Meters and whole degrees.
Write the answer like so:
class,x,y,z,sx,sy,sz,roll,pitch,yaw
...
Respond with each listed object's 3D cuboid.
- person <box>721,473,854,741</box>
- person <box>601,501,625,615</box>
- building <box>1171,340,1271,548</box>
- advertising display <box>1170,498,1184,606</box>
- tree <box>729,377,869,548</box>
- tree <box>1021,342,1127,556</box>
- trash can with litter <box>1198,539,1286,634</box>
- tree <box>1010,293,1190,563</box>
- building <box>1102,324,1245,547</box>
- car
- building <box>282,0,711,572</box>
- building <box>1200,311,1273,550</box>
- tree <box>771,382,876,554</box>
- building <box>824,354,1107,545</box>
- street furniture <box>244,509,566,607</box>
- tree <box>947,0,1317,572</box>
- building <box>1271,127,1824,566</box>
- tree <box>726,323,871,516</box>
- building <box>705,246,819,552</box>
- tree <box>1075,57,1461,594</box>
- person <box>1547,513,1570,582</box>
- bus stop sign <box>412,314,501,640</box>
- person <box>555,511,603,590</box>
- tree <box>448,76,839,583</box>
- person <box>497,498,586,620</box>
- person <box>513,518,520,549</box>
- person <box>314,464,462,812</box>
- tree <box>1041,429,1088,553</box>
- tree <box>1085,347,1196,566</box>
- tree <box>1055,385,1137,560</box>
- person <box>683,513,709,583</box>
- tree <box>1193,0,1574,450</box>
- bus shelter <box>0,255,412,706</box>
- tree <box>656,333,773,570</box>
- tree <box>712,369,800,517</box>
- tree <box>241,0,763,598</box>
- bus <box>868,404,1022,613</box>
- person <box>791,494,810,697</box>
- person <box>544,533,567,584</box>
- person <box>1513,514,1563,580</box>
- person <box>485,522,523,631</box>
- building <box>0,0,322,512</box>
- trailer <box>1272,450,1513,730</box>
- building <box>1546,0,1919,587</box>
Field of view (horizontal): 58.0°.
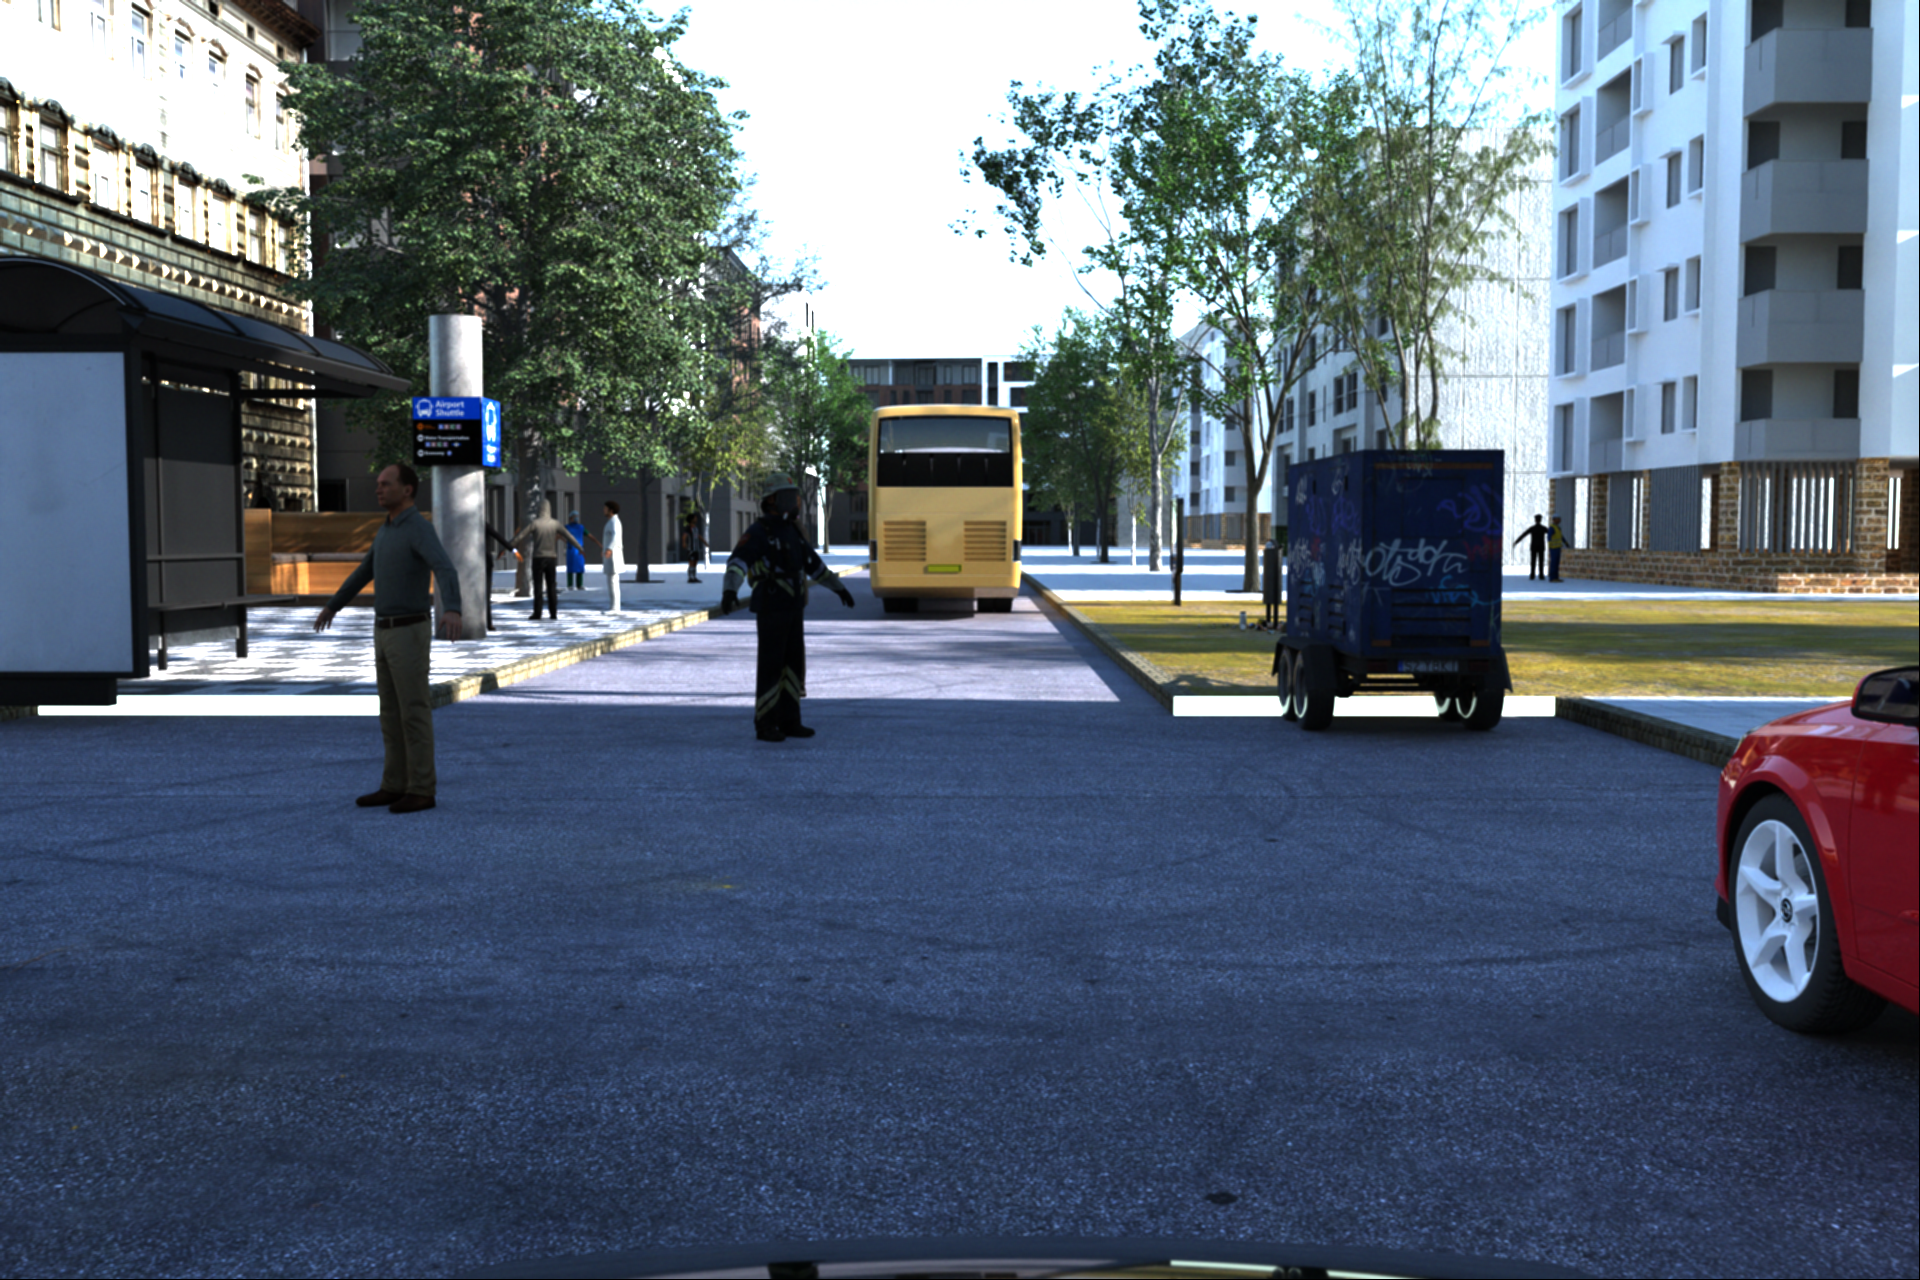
class,x,y,z,sx,sy,sz,roll,pitch,yaw
person,-1.239,-0.236,12.101,0.705,1.856,1.354,2,4,35
person,-5.571,-1.310,27.603,0.705,1.806,1.347,-1,4,-14
building,25.903,-19.125,169.118,16.016,20.090,11.380,0,4,0
advertising display,3.910,-1.592,31.249,0.123,1.923,0.974,0,4,0
tree,-8.512,-9.981,97.600,8.767,10.594,7.601,-2,4,-30
tree,6.508,-11.232,101.770,7.486,12.596,7.792,0,3,0
trash can with litter,4.136,-0.735,23.081,1.678,1.210,2.233,0,4,-1
tree,6.267,-9.196,76.113,9.928,11.665,9.643,0,3,0
building,25.154,-21.564,183.506,19.493,23.208,18.063,0,4,0
car,3.235,0.326,3.713,2.155,1.783,4.494,0,4,1
building,-26.328,-13.785,69.360,27.936,21.610,32.646,0,3,0
building,25.809,-17.816,147.704,16.016,20.090,11.380,0,4,1
tree,-8.575,-11.346,111.261,9.928,11.665,9.643,0,3,0
building,1.377,-22.202,209.439,32.646,21.610,27.936,0,4,4
street furniture,-13.351,-1.682,34.350,11.010,1.723,9.812,-1,4,-9
tree,5.887,-12.323,57.376,12.611,20.169,13.585,0,3,0
building,26.193,-13.304,83.980,16.747,18.905,31.486,0,4,1
tree,-7.941,-9.731,84.861,9.928,11.665,9.643,0,3,0
building,-26.763,-18.071,139.430,27.936,21.610,32.646,0,4,0
tree,6.536,-6.838,37.561,9.928,11.665,9.643,0,3,0
person,15.940,-2.465,46.275,0.705,1.833,1.349,3,5,39
bus stop sign,-6.125,-1.964,21.127,0.837,3.901,0.837,0,4,0
person,-8.848,-2.063,39.855,1.347,1.817,0.704,-3,5,-39
tree,-8.264,-8.264,45.491,12.009,13.543,11.850,0,3,0
person,-6.241,-1.212,25.948,1.348,1.813,0.705,-2,4,-30
person,-10.539,-2.162,42.146,1.217,1.733,0.721,3,5,45
person,-2.940,-0.020,9.048,1.348,1.796,0.705,3,5,42
tree,7.613,-10.168,116.606,4.360,8.622,3.978,0,3,0
tree,7.153,-7.253,68.944,4.737,8.622,4.395,0,3,0
tree,6.788,-8.219,84.735,4.360,8.622,3.978,0,3,0
person,-6.990,-2.406,45.483,0.704,1.843,1.345,1,4,19
tree,5.220,-4.201,19.056,4.360,8.622,3.978,0,3,0
bus shelter,-6.790,-1.312,15.368,2.014,3.302,5.546,0,4,2
tree,-9.022,-6.844,62.261,4.737,8.622,4.395,0,3,0
tree,-8.627,-7.713,76.476,4.360,8.622,3.978,0,3,0
tree,-8.855,-7.843,34.888,9.857,13.997,8.962,0,3,0
bus,-0.205,-2.624,34.448,2.896,3.916,12.252,0,4,0
person,-1.520,-0.403,15.278,0.704,1.802,1.346,-1,4,-18
person,-10.495,-2.334,44.024,1.347,1.847,0.705,1,4,18
person,16.242,-2.615,48.688,1.347,1.837,0.705,1,4,22
person,-6.360,-1.000,23.073,1.216,1.740,0.721,1,4,22
building,-29.059,-12.999,43.463,19.493,23.208,18.063,0,4,1
trailer,3.198,-0.406,13.684,1.471,1.999,3.904,0,3,0
building,22.636,-11.813,49.561,16.016,20.090,11.380,0,4,1
